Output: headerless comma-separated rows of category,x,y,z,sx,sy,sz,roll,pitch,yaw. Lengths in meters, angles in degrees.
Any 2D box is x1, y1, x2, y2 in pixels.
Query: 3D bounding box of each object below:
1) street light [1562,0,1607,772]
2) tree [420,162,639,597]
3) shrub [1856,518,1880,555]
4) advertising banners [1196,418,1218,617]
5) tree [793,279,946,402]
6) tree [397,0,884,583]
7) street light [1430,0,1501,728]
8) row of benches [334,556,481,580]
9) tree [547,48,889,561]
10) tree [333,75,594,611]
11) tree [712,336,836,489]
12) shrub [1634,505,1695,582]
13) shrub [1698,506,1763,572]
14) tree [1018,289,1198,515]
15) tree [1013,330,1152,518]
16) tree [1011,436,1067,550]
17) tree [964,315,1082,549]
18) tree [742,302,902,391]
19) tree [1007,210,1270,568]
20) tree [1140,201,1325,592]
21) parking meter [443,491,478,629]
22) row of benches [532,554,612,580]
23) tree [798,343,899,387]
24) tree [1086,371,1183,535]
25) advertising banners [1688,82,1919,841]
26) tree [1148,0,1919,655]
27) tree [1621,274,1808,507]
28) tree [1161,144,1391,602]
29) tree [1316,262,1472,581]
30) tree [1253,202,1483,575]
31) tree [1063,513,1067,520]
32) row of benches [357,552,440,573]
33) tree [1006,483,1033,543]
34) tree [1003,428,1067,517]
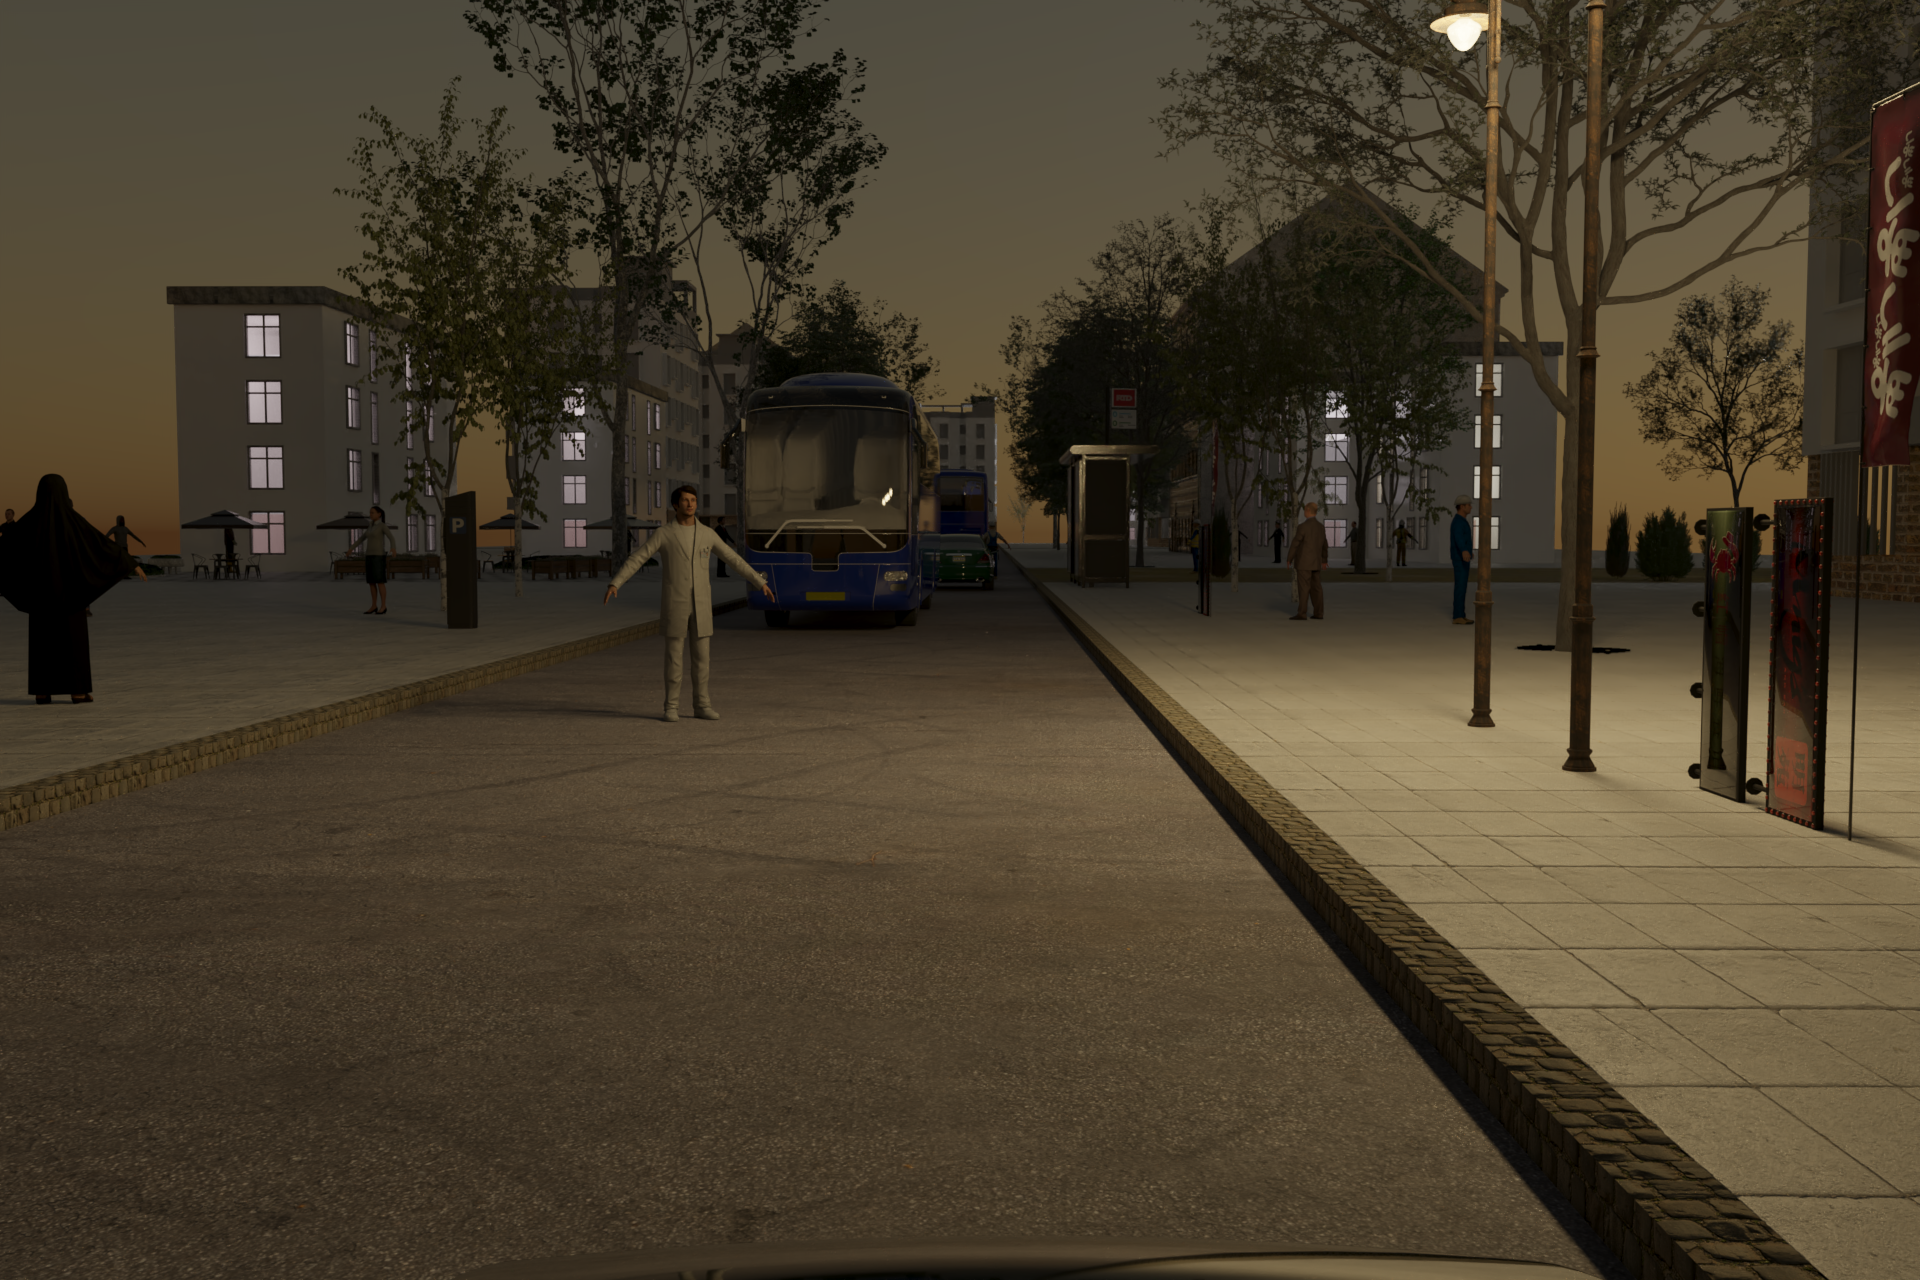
street light,3.364,-2.229,9.230,0.468,5.910,1.993,0,4,1
tree,-8.838,-5.202,35.407,4.737,8.622,4.395,0,3,0
shrub,28.080,-3.087,54.507,1.661,2.075,1.752,0,3,0
advertising banners,3.878,-1.896,27.181,0.090,3.025,2.074,0,4,1
tree,-7.371,-16.594,127.202,12.611,20.169,13.585,0,3,0
tree,-8.446,-11.643,46.257,12.611,20.169,13.585,0,3,0
street light,3.481,-2.361,11.383,0.468,5.910,1.993,0,4,1
row of benches,-15.613,-2.069,49.284,4.104,0.672,1.422,0,4,-4
tree,-9.561,-13.007,68.561,12.611,20.169,13.585,0,3,0
tree,-8.495,-4.803,28.889,4.737,8.622,4.395,0,3,0
tree,-8.220,-9.035,82.138,7.601,10.594,8.767,-1,4,-11
shrub,19.118,-2.625,46.965,1.661,2.075,1.752,0,3,0
shrub,21.459,-2.703,48.243,1.661,2.075,1.752,0,3,0
tree,7.906,-11.277,91.036,9.857,13.997,8.962,0,3,0
tree,7.453,-12.068,103.972,9.857,13.997,8.962,0,3,0
tree,7.575,-12.358,136.464,8.767,10.594,7.601,2,4,34
tree,7.224,-18.025,150.603,12.611,20.169,13.585,0,3,0
tree,-7.650,-11.620,96.646,9.857,13.997,8.962,0,3,0
tree,6.980,-9.534,66.255,12.009,13.543,11.850,0,3,0
tree,6.038,-5.353,37.886,4.737,8.622,4.395,0,3,0
parking meter,-6.779,-1.088,23.500,0.399,1.863,0.255,0,4,2
row of benches,-11.176,-2.128,50.258,1.422,0.672,4.104,1,4,14
tree,-7.747,-12.589,112.484,9.857,13.997,8.962,0,3,0
tree,7.499,-7.765,77.320,4.737,8.622,4.395,0,3,0
advertising banners,3.725,-0.702,7.670,0.090,3.025,2.074,0,4,1
tree,6.582,-6.614,18.512,12.009,13.543,11.850,0,3,0
tree,27.779,-7.768,61.418,8.767,10.594,7.601,2,4,27
tree,6.519,-5.023,32.481,4.360,8.622,3.978,0,3,0
tree,11.592,-5.878,46.462,4.737,8.622,4.395,0,3,0
tree,12.857,-7.908,55.049,9.928,11.665,9.643,0,3,0
tree,16.658,-17.935,243.605,4.360,8.622,3.978,0,3,0
row of benches,-18.688,-2.586,57.748,4.104,0.672,1.422,2,4,30
tree,9.093,-17.844,242.109,4.360,8.622,3.978,0,3,0
tree,7.429,-11.333,119.708,8.767,10.594,7.601,-3,5,-43
